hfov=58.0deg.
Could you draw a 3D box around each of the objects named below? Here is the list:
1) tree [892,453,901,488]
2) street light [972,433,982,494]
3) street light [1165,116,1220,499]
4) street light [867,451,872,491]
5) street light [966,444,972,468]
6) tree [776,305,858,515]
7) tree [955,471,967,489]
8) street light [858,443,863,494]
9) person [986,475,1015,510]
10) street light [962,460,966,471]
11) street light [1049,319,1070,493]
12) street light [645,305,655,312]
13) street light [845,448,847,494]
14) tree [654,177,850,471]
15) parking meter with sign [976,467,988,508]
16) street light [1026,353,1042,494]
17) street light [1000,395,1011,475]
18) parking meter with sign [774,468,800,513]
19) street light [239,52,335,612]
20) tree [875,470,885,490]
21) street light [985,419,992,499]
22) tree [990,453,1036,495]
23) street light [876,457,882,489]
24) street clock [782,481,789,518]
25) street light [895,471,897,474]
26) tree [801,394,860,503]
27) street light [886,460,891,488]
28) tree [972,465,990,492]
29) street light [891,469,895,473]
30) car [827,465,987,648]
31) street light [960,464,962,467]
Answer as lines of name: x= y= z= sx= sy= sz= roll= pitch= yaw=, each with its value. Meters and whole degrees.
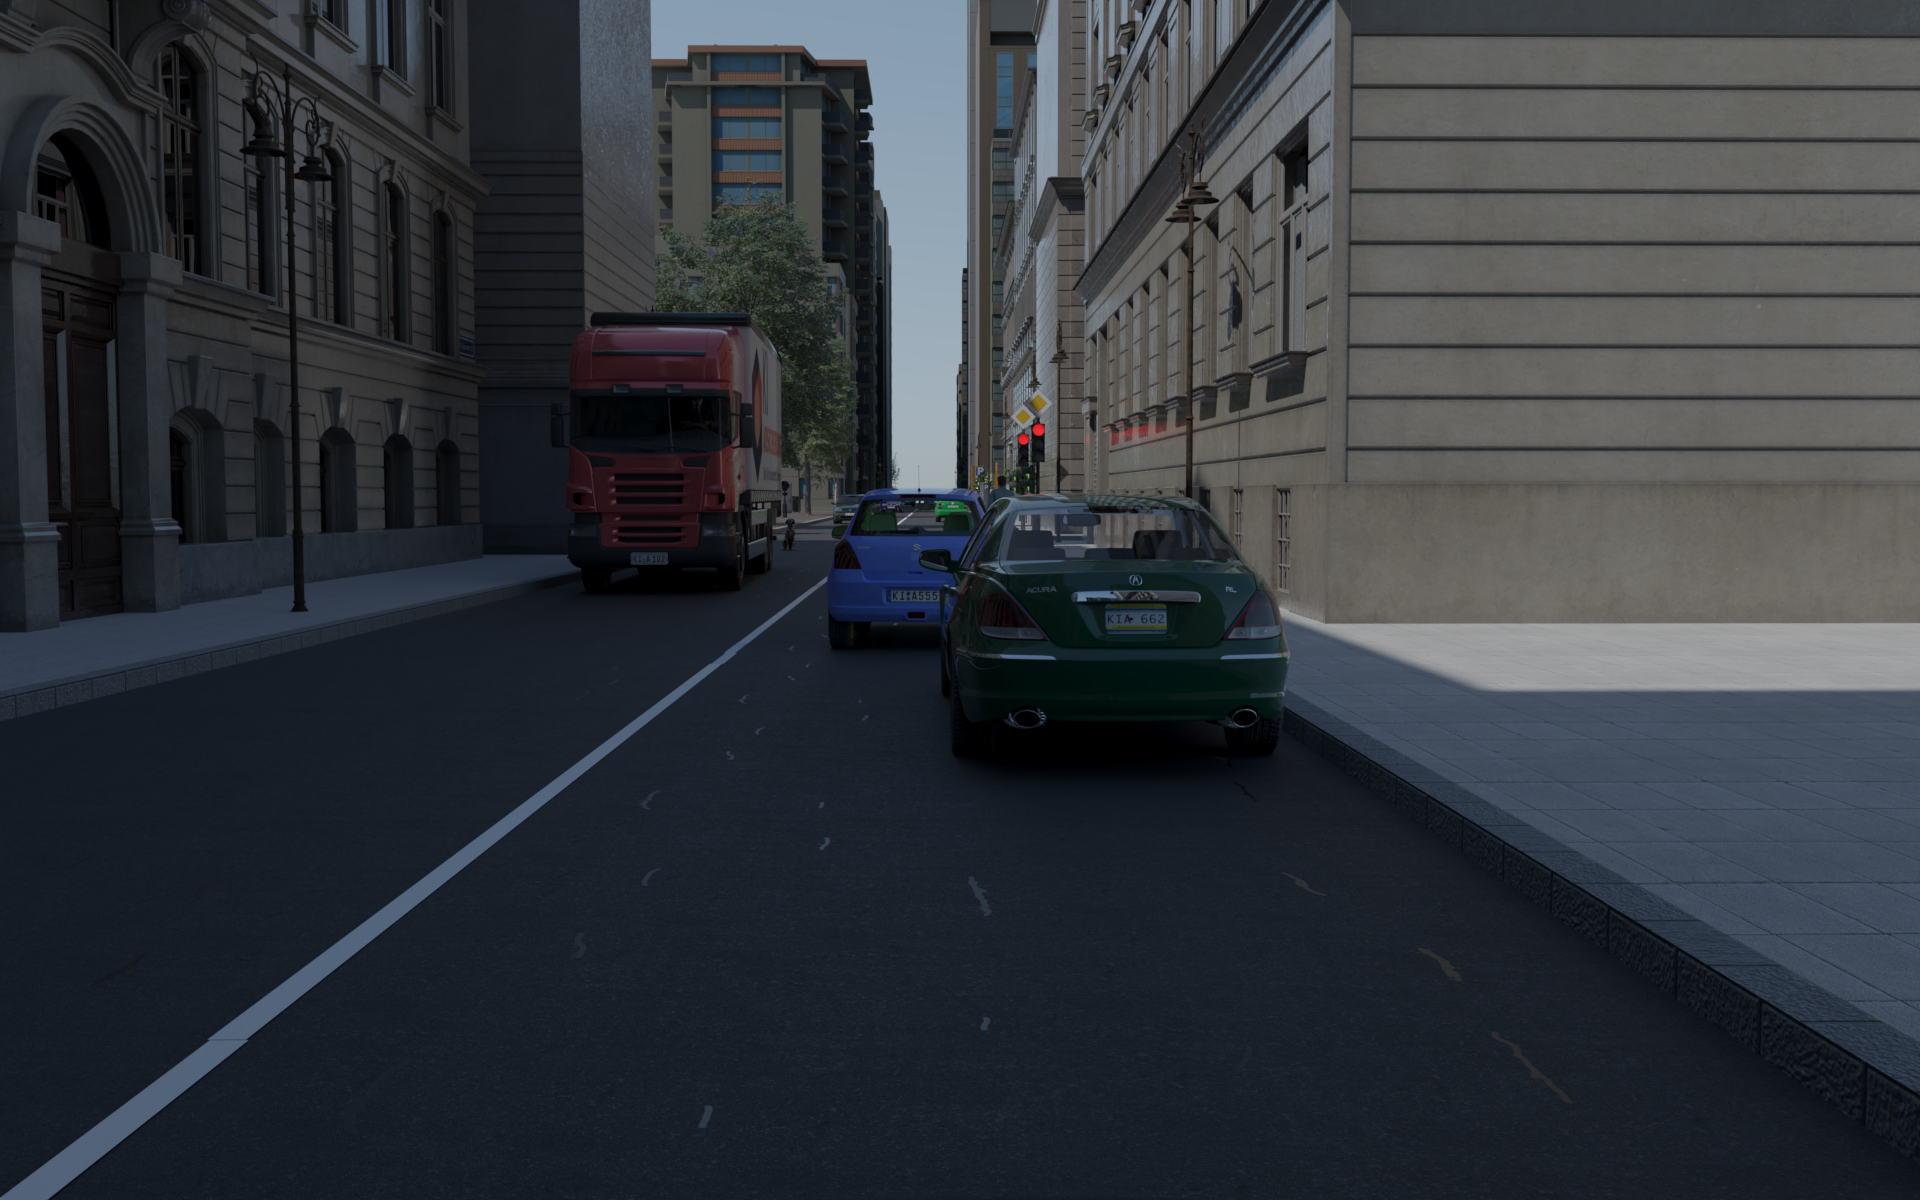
tree: x=-11.601 y=-20.720 z=289.140 sx=4.737 sy=8.622 sz=4.395 roll=0 pitch=3 yaw=0
street light: x=1.396 y=-9.811 z=133.193 sx=0.468 sy=5.910 sz=1.993 roll=0 pitch=4 yaw=-1
street light: x=2.886 y=-2.993 z=21.719 sx=0.468 sy=5.910 sz=1.993 roll=0 pitch=4 yaw=-1
street light: x=-9.300 y=-12.586 z=178.560 sx=0.468 sy=5.910 sz=1.993 roll=0 pitch=4 yaw=-1
street light: x=1.019 y=-11.277 z=157.174 sx=0.468 sy=5.910 sz=1.993 roll=0 pitch=4 yaw=-1
tree: x=-9.471 y=-11.376 z=104.121 sx=7.486 sy=12.596 sz=7.792 roll=0 pitch=3 yaw=0
tree: x=0.947 y=-14.005 z=212.687 sx=4.285 sy=4.588 sz=4.351 roll=0 pitch=3 yaw=0
street light: x=-8.921 y=-11.122 z=154.624 sx=0.468 sy=5.910 sz=1.993 roll=0 pitch=4 yaw=-1
person: x=0.853 y=-1.670 z=35.821 sx=0.660 sy=1.820 sz=0.620 roll=-1 pitch=4 yaw=-22
street light: x=0.729 y=-12.763 z=181.461 sx=0.468 sy=5.910 sz=1.993 roll=0 pitch=4 yaw=-1
street light: x=2.617 y=-4.469 z=45.854 sx=0.468 sy=5.910 sz=1.993 roll=0 pitch=4 yaw=-1
street light: x=-7.515 y=-4.264 z=42.506 sx=0.468 sy=5.910 sz=1.993 roll=0 pitch=4 yaw=-1
street light: x=-8.623 y=-9.668 z=130.851 sx=0.468 sy=5.910 sz=1.993 roll=0 pitch=4 yaw=-1
tree: x=-9.111 y=-10.085 z=71.542 sx=9.857 sy=13.997 sz=8.962 roll=0 pitch=3 yaw=0
parking meter with sign: x=1.539 y=-6.919 z=109.394 sx=0.543 sy=3.016 sz=1.738 roll=-1 pitch=4 yaw=-17
street light: x=2.417 y=-5.136 z=56.767 sx=0.468 sy=5.910 sz=1.993 roll=0 pitch=4 yaw=-1
street light: x=2.123 y=-6.590 z=80.541 sx=0.468 sy=5.910 sz=1.993 roll=0 pitch=4 yaw=-1
parking meter with sign: x=-11.512 y=-7.261 z=114.977 sx=1.738 sy=3.016 sz=0.543 roll=0 pitch=4 yaw=-4
street light: x=-7.211 y=-2.810 z=18.733 sx=0.468 sy=5.910 sz=1.993 roll=0 pitch=4 yaw=-1
tree: x=-10.578 y=-13.645 z=206.816 sx=4.285 sy=4.588 sz=4.351 roll=0 pitch=3 yaw=0
street light: x=1.735 y=-8.068 z=104.706 sx=0.468 sy=5.910 sz=1.993 roll=0 pitch=4 yaw=-1
tree: x=2.417 y=-4.544 z=68.894 sx=1.663 sy=3.219 sz=1.824 roll=0 pitch=3 yaw=0
street light: x=-9.832 y=-14.752 z=213.987 sx=0.468 sy=5.910 sz=1.993 roll=0 pitch=4 yaw=-1
street clock: x=-9.548 y=-5.493 z=94.384 sx=0.471 sy=2.002 sz=0.358 roll=1 pitch=4 yaw=21
street light: x=-10.665 y=-19.114 z=285.308 sx=0.468 sy=5.910 sz=1.993 roll=0 pitch=4 yaw=-1
tree: x=-8.660 y=-10.325 z=119.182 sx=4.360 sy=8.622 sz=3.978 roll=0 pitch=3 yaw=0
street light: x=-10.065 y=-16.206 z=237.761 sx=0.468 sy=5.910 sz=1.993 roll=0 pitch=4 yaw=-1
tree: x=1.527 y=-7.385 z=115.342 sx=1.663 sy=3.219 sz=1.824 roll=0 pitch=3 yaw=0
street light: x=-10.391 y=-17.660 z=261.534 sx=0.468 sy=5.910 sz=1.993 roll=0 pitch=4 yaw=-1
car: x=-0.358 y=-0.477 z=17.387 sx=1.945 sy=1.707 sz=3.694 roll=0 pitch=4 yaw=1
street light: x=0.373 y=-14.236 z=205.545 sx=0.468 sy=5.910 sz=1.993 roll=0 pitch=4 yaw=-1
